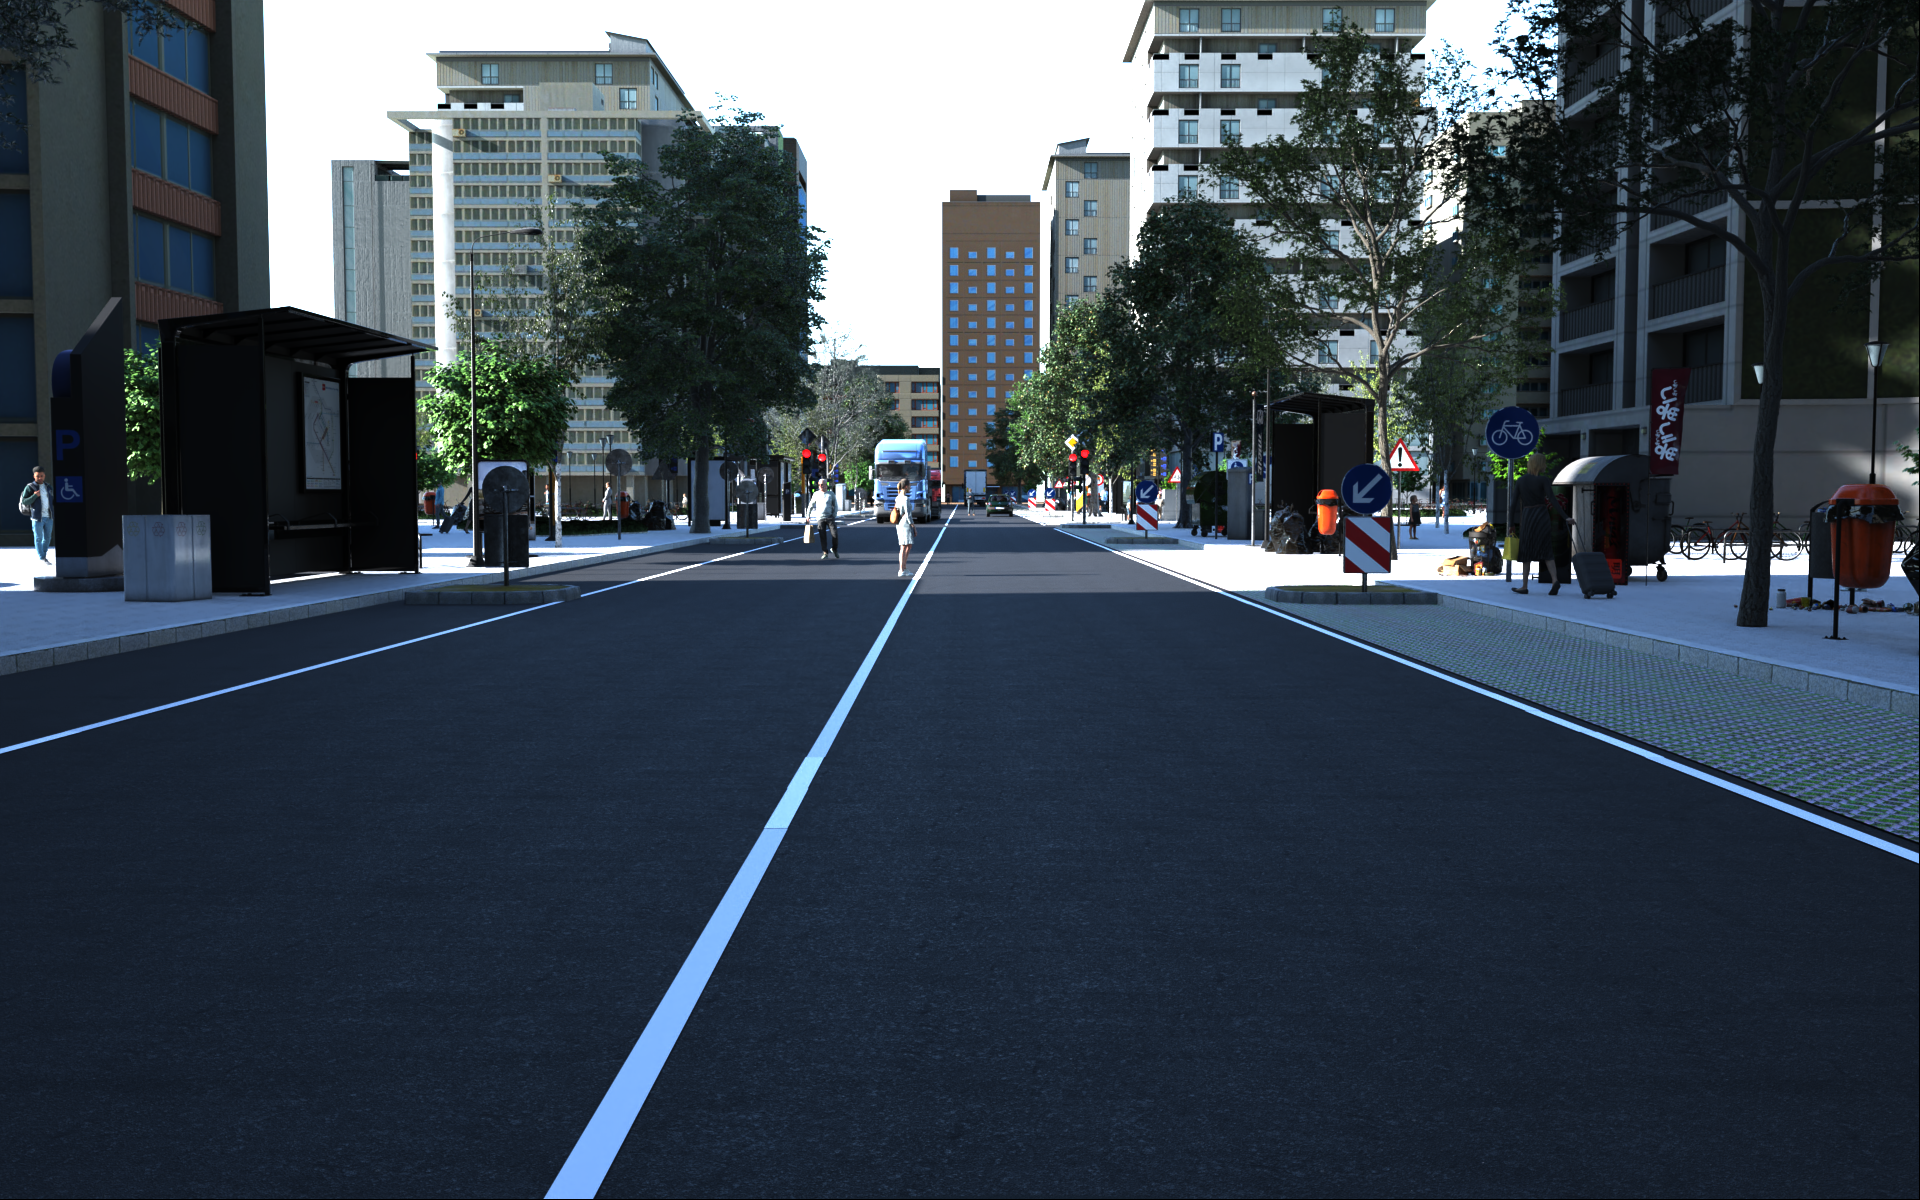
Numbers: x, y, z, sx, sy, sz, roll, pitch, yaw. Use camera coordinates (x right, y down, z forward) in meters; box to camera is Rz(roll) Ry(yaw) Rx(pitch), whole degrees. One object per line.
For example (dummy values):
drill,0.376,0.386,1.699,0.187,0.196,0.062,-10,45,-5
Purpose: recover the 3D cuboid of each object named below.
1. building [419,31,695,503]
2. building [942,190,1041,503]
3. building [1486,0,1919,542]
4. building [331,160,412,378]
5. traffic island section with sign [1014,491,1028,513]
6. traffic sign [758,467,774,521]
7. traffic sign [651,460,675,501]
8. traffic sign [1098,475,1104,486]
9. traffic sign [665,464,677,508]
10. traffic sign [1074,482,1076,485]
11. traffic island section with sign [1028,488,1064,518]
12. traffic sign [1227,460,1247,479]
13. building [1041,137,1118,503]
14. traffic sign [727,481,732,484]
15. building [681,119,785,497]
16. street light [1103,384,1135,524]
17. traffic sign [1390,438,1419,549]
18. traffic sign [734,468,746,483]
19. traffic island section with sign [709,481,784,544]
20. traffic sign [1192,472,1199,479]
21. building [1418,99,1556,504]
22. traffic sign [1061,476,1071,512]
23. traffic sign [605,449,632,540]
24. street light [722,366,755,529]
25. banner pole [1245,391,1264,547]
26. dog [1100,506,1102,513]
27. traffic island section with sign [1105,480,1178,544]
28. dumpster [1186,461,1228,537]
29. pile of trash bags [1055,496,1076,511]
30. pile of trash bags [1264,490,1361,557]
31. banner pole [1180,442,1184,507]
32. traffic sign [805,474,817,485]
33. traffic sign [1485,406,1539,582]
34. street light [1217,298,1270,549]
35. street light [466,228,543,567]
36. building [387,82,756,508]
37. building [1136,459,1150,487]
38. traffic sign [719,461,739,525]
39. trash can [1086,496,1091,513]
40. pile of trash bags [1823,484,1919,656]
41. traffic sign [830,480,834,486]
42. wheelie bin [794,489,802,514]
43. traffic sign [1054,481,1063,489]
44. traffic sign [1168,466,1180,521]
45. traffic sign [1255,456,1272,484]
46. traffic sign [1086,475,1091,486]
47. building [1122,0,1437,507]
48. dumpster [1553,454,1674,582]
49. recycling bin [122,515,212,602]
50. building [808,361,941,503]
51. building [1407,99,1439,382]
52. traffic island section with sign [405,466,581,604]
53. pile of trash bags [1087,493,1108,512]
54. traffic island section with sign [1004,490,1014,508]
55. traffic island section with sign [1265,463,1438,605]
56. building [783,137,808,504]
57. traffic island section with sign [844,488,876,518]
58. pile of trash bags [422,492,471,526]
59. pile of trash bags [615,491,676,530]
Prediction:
building,-47.311,-37.765,206.689,27.495,52.752,28.713,0,3,0
building,4.502,-37.142,257.375,14.200,45.320,14.600,0,3,0
building,29.163,-37.417,50.024,20.563,71.187,20.611,0,3,0
building,-68.086,-32.461,214.338,14.086,41.232,14.154,0,3,0
traffic island section with sign,5.403,-7.614,133.122,1.989,1.847,2.006,0,3,0
traffic sign,-9.145,-4.979,81.516,0.768,2.556,0.104,0,4,1
traffic sign,-11.048,-3.941,64.438,0.884,2.594,0.081,0,4,2
traffic sign,8.463,-6.503,106.428,0.768,2.556,0.104,0,4,7
traffic sign,-11.136,-4.027,65.946,0.768,2.556,0.104,0,4,5
traffic sign,8.557,-7.612,124.453,0.884,2.594,0.081,0,4,1
traffic island section with sign,5.354,-5.943,105.798,1.989,1.847,2.006,0,3,0
traffic sign,8.073,-2.961,50.535,0.606,2.300,0.079,0,4,3
building,26.709,-41.269,263.992,27.495,52.752,28.713,0,3,0
traffic sign,-12.044,-5.441,89.073,0.768,2.556,0.104,0,4,1
building,-26.681,-30.783,186.892,14.154,41.232,14.086,0,3,0
street light,6.720,-6.149,73.084,1.470,5.913,1.316,0,3,0
traffic sign,10.184,-2.455,40.141,0.884,2.594,0.081,0,4,7
traffic sign,-11.335,-5.429,88.502,0.795,2.593,0.064,1,4,9
traffic island section with sign,-6.179,-2.556,50.419,1.989,1.847,2.006,0,3,0
traffic sign,9.777,-4.476,73.292,0.768,2.556,0.104,0,4,3
building,68.893,-35.859,209.995,21.600,48.544,21.300,0,3,0
traffic sign,7.866,-7.757,126.835,0.884,2.594,0.081,1,4,9
traffic sign,-9.602,-2.975,48.755,0.768,2.556,0.104,0,4,1
street light,-7.991,-5.539,63.101,1.470,5.913,1.316,0,3,0
banner pole,7.290,-3.208,42.460,0.401,3.779,0.863,2,4,32
dog,9.530,-6.159,117.533,0.406,0.507,0.540,-3,4,-39
traffic island section with sign,5.229,-2.543,50.208,1.989,1.847,2.006,0,3,0
dumpster,7.679,-3.042,52.227,1.502,2.255,1.985,0,4,0
pile of trash bags,8.666,-7.403,130.797,1.912,1.369,3.447,-3,5,-41
pile of trash bags,7.638,-1.666,36.996,1.912,1.369,3.447,0,4,2
banner pole,9.317,-5.057,72.695,0.401,3.779,0.863,0,4,0
traffic sign,-9.306,-6.564,107.323,0.884,2.594,0.081,0,4,1
traffic sign,8.015,-1.536,25.221,0.768,2.556,0.104,0,4,5
street light,6.679,-4.161,40.574,1.470,5.913,1.316,0,3,0
street light,-7.978,-3.536,30.354,1.470,5.913,1.316,0,3,0
building,-35.537,-29.114,167.888,32.217,40.220,23.993,0,3,0
building,34.721,-31.626,208.972,32.217,40.220,23.993,0,3,0
traffic sign,-8.913,-4.078,66.774,0.768,2.556,0.104,1,4,9
trash can,8.729,-6.317,114.929,0.748,1.137,0.748,0,3,0
pile of trash bags,8.390,-0.261,14.013,1.912,1.369,3.447,-1,4,-17
traffic sign,-10.621,-8.636,141.310,0.768,2.556,0.104,0,4,8
wheelie bin,-10.307,-6.327,111.357,0.693,1.594,0.980,0,4,-4
traffic sign,8.451,-9.033,147.693,0.884,2.594,0.081,0,4,7
traffic sign,10.157,-4.957,81.055,0.884,2.594,0.081,1,4,10
traffic sign,10.108,-3.489,57.155,0.768,2.556,0.104,0,4,8
traffic sign,8.170,-6.910,113.080,0.768,2.556,0.104,0,4,5
building,32.502,-36.271,182.270,28.713,52.752,27.495,0,3,0
dumpster,9.833,-1.243,26.077,1.264,1.857,1.865,0,4,0
recycling bin,-9.573,-0.512,20.926,0.722,1.027,0.722,1,4,15
building,-17.465,-25.681,264.916,28.899,21.520,27.650,0,3,0
building,54.554,-43.926,260.185,28.212,58.520,21.231,0,3,0
traffic island section with sign,-6.241,-0.907,23.464,1.989,1.847,2.006,0,3,0
pile of trash bags,10.094,-6.947,123.340,1.912,1.369,3.447,-1,4,-9
traffic island section with sign,5.512,-10.726,183.996,1.989,1.847,2.006,0,3,0
traffic island section with sign,5.174,-0.894,23.252,1.989,1.847,2.006,0,3,0
building,-26.450,-34.459,213.514,14.200,45.320,14.600,0,3,0
traffic island section with sign,-6.071,-5.972,106.266,1.989,1.847,2.006,0,3,0
pile of trash bags,-20.426,-3.762,71.262,3.447,1.369,1.912,-3,5,-41
pile of trash bags,-11.368,-3.148,61.220,1.912,1.369,3.447,1,4,10
